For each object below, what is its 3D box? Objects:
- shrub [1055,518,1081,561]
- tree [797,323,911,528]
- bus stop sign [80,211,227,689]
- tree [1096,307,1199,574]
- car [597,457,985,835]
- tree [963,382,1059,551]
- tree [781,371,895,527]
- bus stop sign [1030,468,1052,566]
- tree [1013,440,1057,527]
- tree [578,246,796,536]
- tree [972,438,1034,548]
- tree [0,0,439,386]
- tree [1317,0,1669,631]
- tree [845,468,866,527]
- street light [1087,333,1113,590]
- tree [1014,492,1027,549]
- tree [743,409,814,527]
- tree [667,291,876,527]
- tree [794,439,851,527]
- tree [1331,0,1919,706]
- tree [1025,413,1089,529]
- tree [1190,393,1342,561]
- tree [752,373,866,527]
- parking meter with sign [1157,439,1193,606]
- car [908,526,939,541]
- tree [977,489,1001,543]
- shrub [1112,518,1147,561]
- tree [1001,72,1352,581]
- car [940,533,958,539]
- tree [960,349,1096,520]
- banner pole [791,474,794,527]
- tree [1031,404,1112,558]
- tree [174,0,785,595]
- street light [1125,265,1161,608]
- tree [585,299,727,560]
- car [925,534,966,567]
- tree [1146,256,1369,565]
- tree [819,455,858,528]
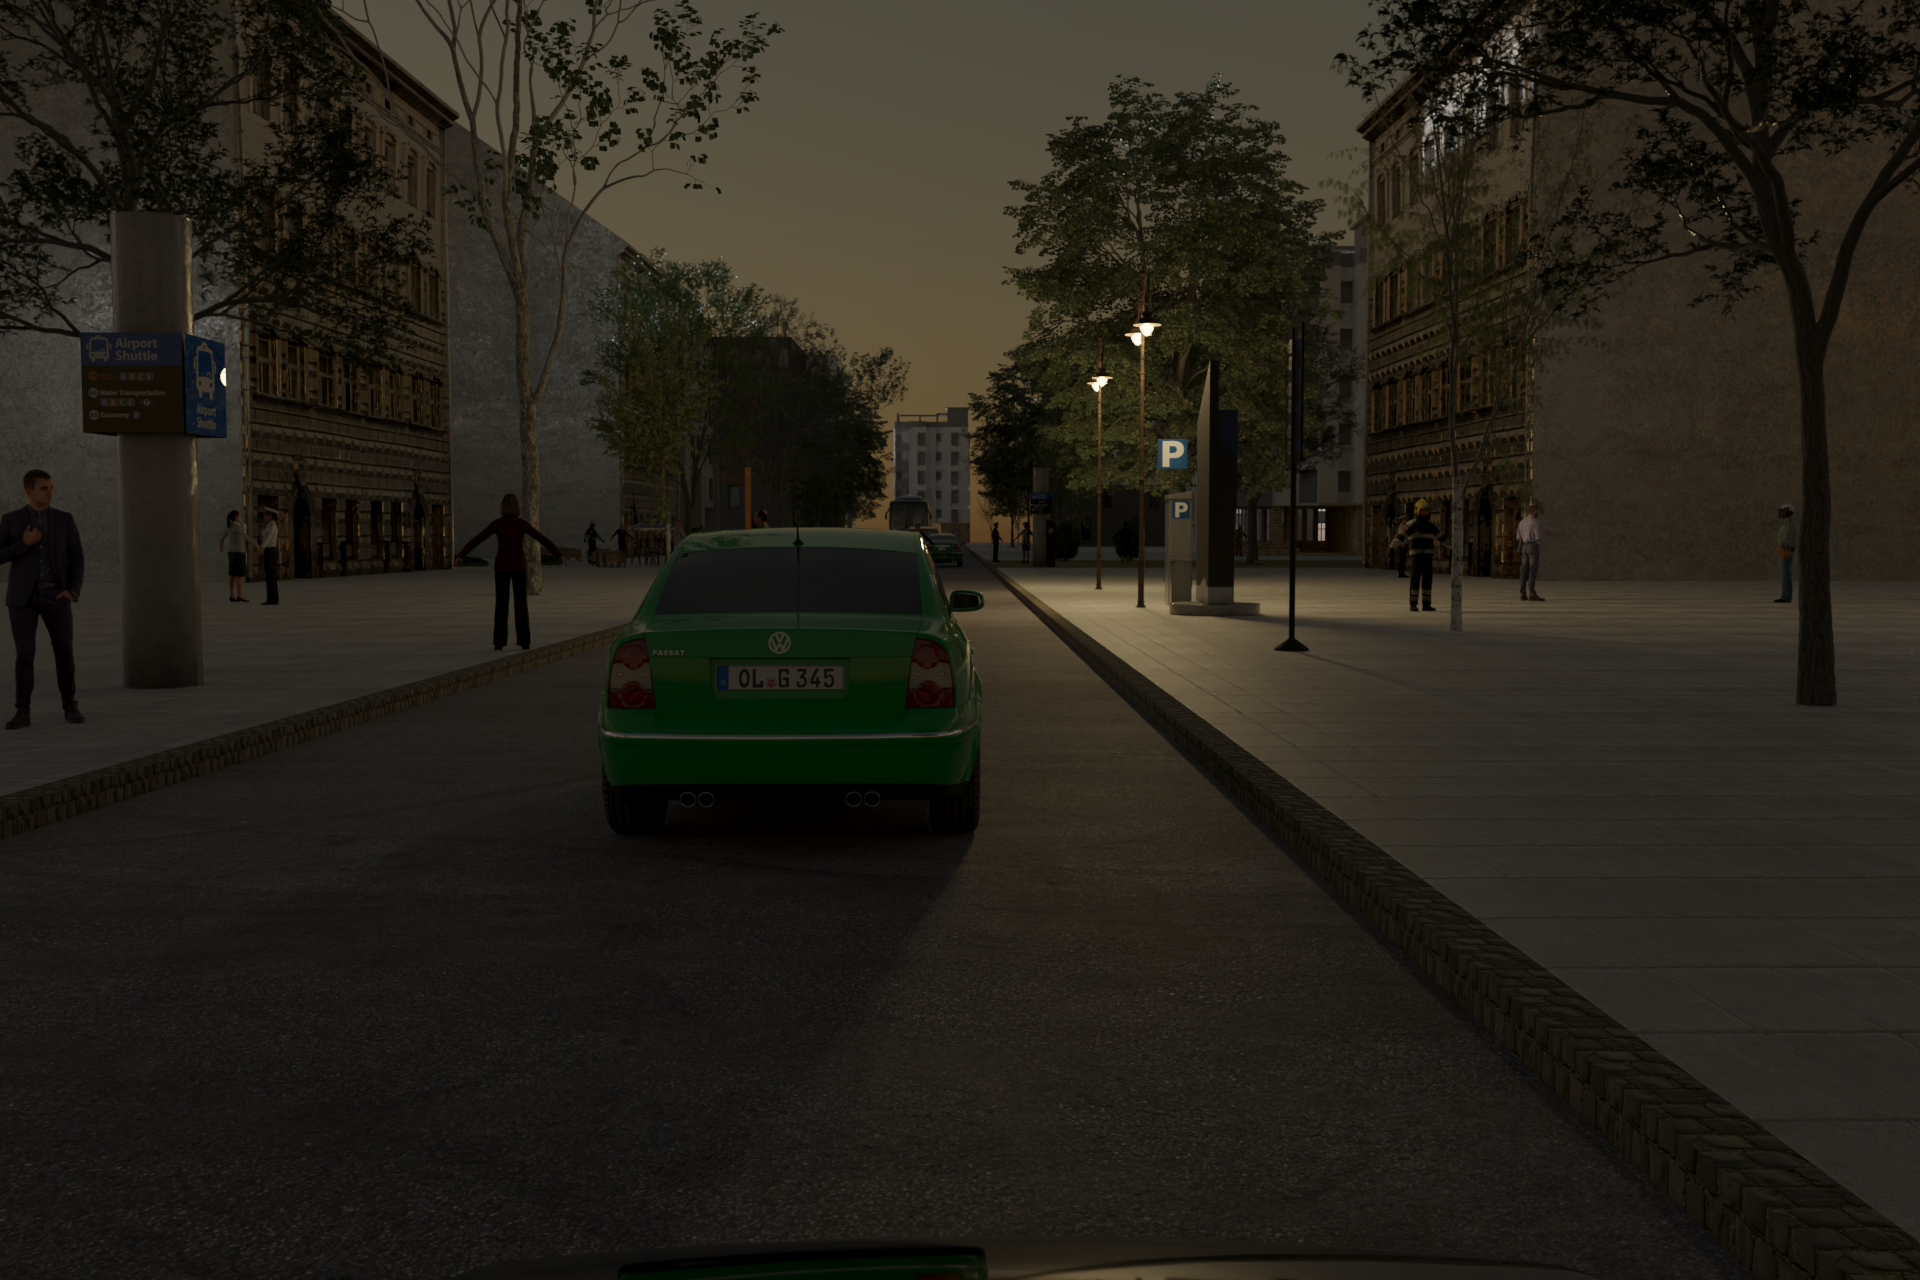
[{"bbox_3d":[4.886,-4.742,81.577,1.661,2.075,1.752,0,3,0],"label":"shrub"},{"bbox_3d":[-11.567,-18.458,157.683,12.611,20.169,13.585,0,3,0],"label":"tree"},{"bbox_3d":[-6.726,-1.560,14.518,0.837,3.901,0.837,0,4,-1],"label":"bus stop sign"},{"bbox_3d":[5.852,-6.466,56.087,4.360,8.622,3.978,0,3,0],"label":"tree"},{"bbox_3d":[-0.819,-0.052,9.642,1.959,1.807,4.718,0,4,-1],"label":"car"},{"bbox_3d":[5.401,-13.730,134.860,12.009,13.543,11.850,0,3,0],"label":"tree"},{"bbox_3d":[-9.651,-13.902,133.960,9.857,13.997,8.962,0,3,0],"label":"tree"},{"bbox_3d":[3.205,-4.888,68.935,0.837,3.901,0.837,0,3,0],"label":"bus stop sign"},{"bbox_3d":[5.880,-10.672,124.851,4.360,8.622,3.978,0,3,0],"label":"tree"},{"bbox_3d":[-9.737,-8.343,62.158,9.928,11.665,9.643,0,3,0],"label":"tree"},{"bbox_3d":[5.165,-14.670,165.612,9.928,11.665,9.643,0,3,0],"label":"tree"},{"bbox_3d":[-9.893,-5.283,20.784,7.601,10.594,8.767,-1,4,-13],"label":"tree"},{"bbox_3d":[6.395,-4.432,22.832,4.360,8.622,3.978,0,3,0],"label":"tree"},{"bbox_3d":[-18.703,-21.635,260.383,9.857,13.997,8.962,0,3,0],"label":"tree"},{"bbox_3d":[3.217,-4.109,39.977,0.468,5.910,1.993,0,3,0],"label":"street light"},{"bbox_3d":[4.836,-12.223,150.204,4.360,8.622,3.978,0,3,0],"label":"tree"},{"bbox_3d":[-10.022,-8.977,97.135,4.737,8.622,4.395,0,3,0],"label":"tree"},{"bbox_3d":[-9.396,-10.797,86.907,12.009,13.543,11.850,0,3,0],"label":"tree"},{"bbox_3d":[-9.978,-10.339,119.408,4.360,8.622,3.978,0,3,0],"label":"tree"},{"bbox_3d":[6.668,-4.806,12.993,8.767,10.594,7.601,2,4,35],"label":"tree"},{"bbox_3d":[5.497,-9.187,100.572,4.360,8.622,3.978,0,3,0],"label":"tree"},{"bbox_3d":[14.480,-9.145,83.928,8.767,10.594,7.601,2,4,24],"label":"tree"},{"bbox_3d":[-9.704,-11.186,108.645,9.928,11.665,9.643,0,3,0],"label":"tree"},{"bbox_3d":[3.899,-2.129,31.065,0.543,3.016,1.738,0,3,0],"label":"parking meter with sign"},{"bbox_3d":[-1.861,-4.771,86.685,2.281,1.827,5.304,0,4,-2],"label":"car"},{"bbox_3d":[4.983,-19.061,262.003,4.360,8.622,3.978,0,3,0],"label":"tree"},{"bbox_3d":[8.179,-4.869,83.641,1.661,2.075,1.752,0,3,0],"label":"shrub"},{"bbox_3d":[5.814,-8.590,47.097,9.857,13.997,8.962,0,3,0],"label":"tree"},{"bbox_3d":[-1.206,-7.704,134.998,2.155,1.783,4.494,0,4,-2],"label":"car"},{"bbox_3d":[5.127,-12.731,114.813,9.857,13.997,8.962,0,3,0],"label":"tree"},{"bbox_3d":[-6.955,-5.029,72.243,0.401,3.779,0.863,0,3,0],"label":"banner pole"},{"bbox_3d":[5.742,-8.623,91.347,4.737,8.622,4.395,0,3,0],"label":"tree"},{"bbox_3d":[-9.781,-10.928,34.560,12.611,20.169,13.585,0,3,0],"label":"tree"},{"bbox_3d":[3.160,-3.504,30.082,0.468,5.910,1.993,0,4,0],"label":"street light"},{"bbox_3d":[-9.269,-6.305,53.446,4.737,8.622,4.395,0,3,0],"label":"tree"},{"bbox_3d":[-0.789,-3.972,76.733,2.131,1.459,4.920,0,4,0],"label":"car"},{"bbox_3d":[12.313,-9.898,72.204,12.009,13.543,11.850,0,3,0],"label":"tree"},{"bbox_3d":[-9.640,-11.838,143.905,4.360,8.622,3.978,0,3,0],"label":"tree"}]
